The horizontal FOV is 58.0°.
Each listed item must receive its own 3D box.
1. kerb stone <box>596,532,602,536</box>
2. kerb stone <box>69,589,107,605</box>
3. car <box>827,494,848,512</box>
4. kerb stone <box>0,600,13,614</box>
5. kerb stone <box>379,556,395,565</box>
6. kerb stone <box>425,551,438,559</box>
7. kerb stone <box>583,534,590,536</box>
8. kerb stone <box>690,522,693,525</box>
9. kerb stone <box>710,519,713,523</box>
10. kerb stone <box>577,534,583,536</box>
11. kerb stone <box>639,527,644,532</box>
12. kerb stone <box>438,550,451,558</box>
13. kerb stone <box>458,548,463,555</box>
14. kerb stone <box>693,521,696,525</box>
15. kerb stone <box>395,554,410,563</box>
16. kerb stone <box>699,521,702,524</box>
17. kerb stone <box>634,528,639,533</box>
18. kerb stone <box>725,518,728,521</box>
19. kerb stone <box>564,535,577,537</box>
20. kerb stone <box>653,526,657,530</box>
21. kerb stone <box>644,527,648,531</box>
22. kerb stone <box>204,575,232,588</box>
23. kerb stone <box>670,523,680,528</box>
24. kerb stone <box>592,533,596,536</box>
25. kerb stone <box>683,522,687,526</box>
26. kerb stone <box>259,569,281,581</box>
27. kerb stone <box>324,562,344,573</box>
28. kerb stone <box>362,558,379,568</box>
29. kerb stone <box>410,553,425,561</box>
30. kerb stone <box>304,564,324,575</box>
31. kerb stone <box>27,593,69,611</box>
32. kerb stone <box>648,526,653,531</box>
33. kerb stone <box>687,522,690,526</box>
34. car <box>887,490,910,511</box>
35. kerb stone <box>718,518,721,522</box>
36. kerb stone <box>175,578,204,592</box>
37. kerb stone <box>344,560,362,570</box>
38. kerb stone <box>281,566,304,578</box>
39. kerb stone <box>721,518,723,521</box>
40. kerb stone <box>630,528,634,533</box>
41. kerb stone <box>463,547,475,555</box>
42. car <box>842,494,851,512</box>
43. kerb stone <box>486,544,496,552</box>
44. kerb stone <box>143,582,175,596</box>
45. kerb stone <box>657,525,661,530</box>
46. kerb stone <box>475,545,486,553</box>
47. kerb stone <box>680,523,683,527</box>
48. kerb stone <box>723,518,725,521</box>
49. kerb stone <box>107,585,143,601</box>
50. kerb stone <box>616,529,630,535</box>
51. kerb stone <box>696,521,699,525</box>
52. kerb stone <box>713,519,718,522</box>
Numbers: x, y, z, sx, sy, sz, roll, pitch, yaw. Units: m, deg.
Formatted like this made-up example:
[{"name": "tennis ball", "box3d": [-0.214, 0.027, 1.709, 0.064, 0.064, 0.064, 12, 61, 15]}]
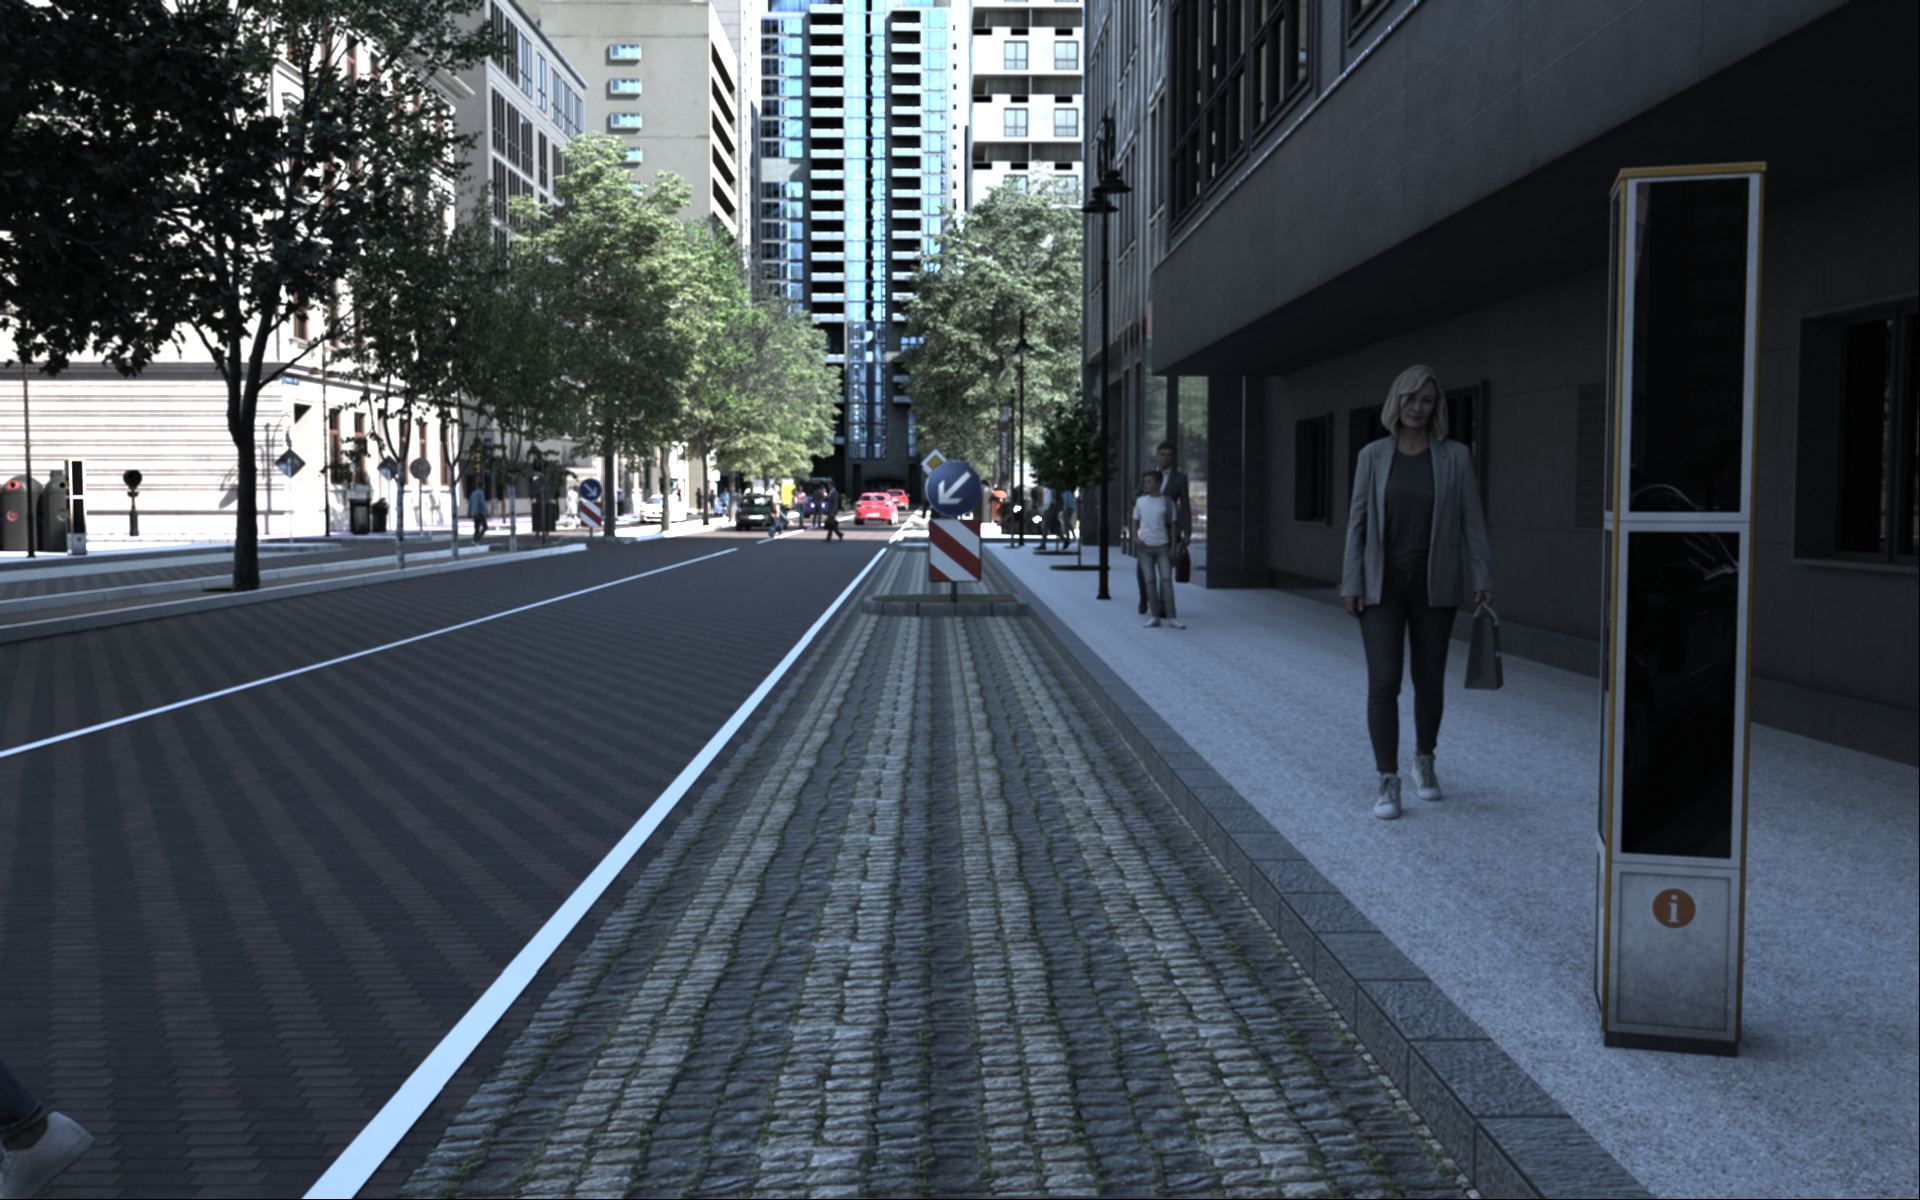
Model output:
[{"name": "kerb stone", "box3d": [-11.994, -2.124, 56.921, 0.120, 0.150, 1.000, 0, 4, -1]}, {"name": "kerb stone", "box3d": [-11.450, -0.022, 22.556, 0.120, 0.150, 1.000, 0, 4, -1]}, {"name": "car", "box3d": [-9.817, -7.736, 136.266, 2.009, 1.686, 4.222, 0, 4, -2]}, {"name": "kerb stone", "box3d": [-11.405, 0.103, 20.509, 0.120, 0.150, 1.000, 0, 4, -1]}, {"name": "kerb stone", "box3d": [-11.640, -0.774, 34.857, 0.120, 0.150, 1.000, 0, 4, -1]}, {"name": "kerb stone", "box3d": [-11.687, -0.961, 37.934, 0.120, 0.150, 1.000, 0, 4, -1]}, {"name": "kerb stone", "box3d": [-11.956, -1.998, 54.871, 0.120, 0.150, 1.000, 0, 4, -1]}, {"name": "kerb stone", "box3d": [-12.344, -3.442, 78.470, 0.120, 0.150, 1.000, 0, 4, -1]}, {"name": "kerb stone", "box3d": [-12.463, -3.880, 85.637, 0.120, 0.150, 1.000, 0, 4, -1]}, {"name": "kerb stone", "box3d": [-11.950, -1.933, 53.849, 0.120, 0.150, 1.000, 0, 4, -1]}, {"name": "kerb stone", "box3d": [-12.124, -2.621, 65.125, 0.120, 0.150, 1.000, 0, 4, -1]}, {"name": "kerb stone", "box3d": [-11.700, -1.017, 38.957, 0.120, 0.150, 1.000, 0, 4, -1]}, {"name": "kerb stone", "box3d": [-11.723, -1.085, 39.978, 0.120, 0.150, 1.000, 0, 4, -1]}, {"name": "kerb stone", "box3d": [-12.360, -3.503, 79.494, 0.120, 0.150, 1.000, 0, 4, -1]}, {"name": "kerb stone", "box3d": [-11.653, -0.837, 35.881, 0.120, 0.150, 1.000, 0, 4, -1]}, {"name": "kerb stone", "box3d": [-12.385, -3.630, 81.540, 0.120, 0.150, 1.000, 0, 4, -1]}, {"name": "kerb stone", "box3d": [-12.111, -2.562, 64.102, 0.120, 0.150, 1.000, 0, 4, -1]}, {"name": "kerb stone", "box3d": [-12.559, -4.256, 91.784, 0.120, 0.150, 1.000, 0, 4, -1]}, {"name": "kerb stone", "box3d": [-11.923, -1.873, 52.827, 0.120, 0.150, 1.000, 0, 4, -1]}, {"name": "kerb stone", "box3d": [-12.174, -2.814, 68.200, 0.120, 0.150, 1.000, 0, 4, -1]}, {"name": "kerb stone", "box3d": [-12.144, -2.681, 66.153, 0.120, 0.150, 1.000, 0, 4, -1]}, {"name": "kerb stone", "box3d": [-11.500, -0.273, 26.653, 0.120, 0.150, 1.000, 0, 4, -1]}, {"name": "kerb stone", "box3d": [-12.264, -3.191, 74.376, 0.120, 0.150, 1.000, 0, 4, -1]}, {"name": "kerb stone", "box3d": [-11.977, -2.055, 55.895, 0.120, 0.150, 1.000, 0, 4, -1]}, {"name": "kerb stone", "box3d": [-12.312, -3.317, 76.426, 0.120, 0.150, 1.000, 0, 4, -1]}, {"name": "kerb stone", "box3d": [-11.545, -0.398, 28.697, 0.120, 0.150, 1.000, 0, 4, -1]}, {"name": "kerb stone", "box3d": [-11.586, -0.583, 31.782, 0.120, 0.150, 1.000, 0, 4, -1]}, {"name": "kerb stone", "box3d": [-11.621, -0.705, 33.833, 0.120, 0.150, 1.000, 0, 4, -1]}, {"name": "kerb stone", "box3d": [-11.666, -0.900, 36.902, 0.120, 0.150, 1.000, 0, 4, -1]}, {"name": "kerb stone", "box3d": [-11.574, -0.524, 30.757, 0.120, 0.150, 1.000, 0, 4, -1]}, {"name": "kerb stone", "box3d": [-11.422, 0.040, 21.534, 0.120, 0.150, 1.000, 0, 4, -1]}, {"name": "kerb stone", "box3d": [-12.157, -2.750, 67.178, 0.120, 0.150, 1.000, 0, 4, -1]}, {"name": "kerb stone", "box3d": [-12.328, -3.379, 77.448, 0.120, 0.150, 1.000, 0, 4, -1]}, {"name": "car", "box3d": [-5.415, -8.420, 146.341, 2.281, 1.827, 5.304, 0, 4, 1]}, {"name": "kerb stone", "box3d": [-12.501, -4.068, 88.705, 0.120, 0.150, 1.000, 0, 4, -1]}, {"name": "kerb stone", "box3d": [-11.494, -0.206, 25.632, 0.120, 0.150, 1.000, 0, 4, -1]}, {"name": "kerb stone", "box3d": [-11.602, -0.648, 32.811, 0.120, 0.150, 1.000, 0, 4, -1]}, {"name": "kerb stone", "box3d": [-11.555, -0.461, 29.733, 0.120, 0.150, 1.000, 0, 4, -1]}, {"name": "kerb stone", "box3d": [-12.518, -4.131, 89.736, 0.120, 0.150, 1.000, 0, 4, -1]}, {"name": "kerb stone", "box3d": [-12.098, -2.501, 63.080, 0.120, 0.150, 1.000, 0, 4, -1]}, {"name": "kerb stone", "box3d": [-11.742, -1.150, 41.000, 0.120, 0.150, 1.000, 0, 4, -1]}, {"name": "car", "box3d": [-9.924, -8.035, 141.157, 2.009, 1.686, 4.222, 0, 4, 1]}, {"name": "kerb stone", "box3d": [-11.771, -1.275, 43.045, 0.120, 0.150, 1.000, 0, 4, -1]}, {"name": "kerb stone", "box3d": [-11.476, -0.148, 24.610, 0.120, 0.150, 1.000, 0, 4, -1]}, {"name": "kerb stone", "box3d": [-12.191, -2.875, 69.233, 0.120, 0.150, 1.000, 0, 4, -1]}, {"name": "kerb stone", "box3d": [-11.752, -1.213, 42.023, 0.120, 0.150, 1.000, 0, 4, -1]}, {"name": "kerb stone", "box3d": [-12.292, -3.254, 75.402, 0.120, 0.150, 1.000, 0, 4, -1]}, {"name": "kerb stone", "box3d": [-12.543, -4.194, 90.760, 0.120, 0.150, 1.000, 0, 4, -1]}, {"name": "kerb stone", "box3d": [-11.457, -0.085, 23.587, 0.120, 0.150, 1.000, 0, 4, -1]}, {"name": "kerb stone", "box3d": [-12.073, -2.438, 62.058, 0.120, 0.150, 1.000, 0, 4, -1]}, {"name": "kerb stone", "box3d": [-12.373, -3.564, 80.518, 0.120, 0.150, 1.000, 0, 4, -1]}, {"name": "kerb stone", "box3d": [-12.491, -4.005, 87.683, 0.120, 0.150, 1.000, 0, 4, -1]}]
